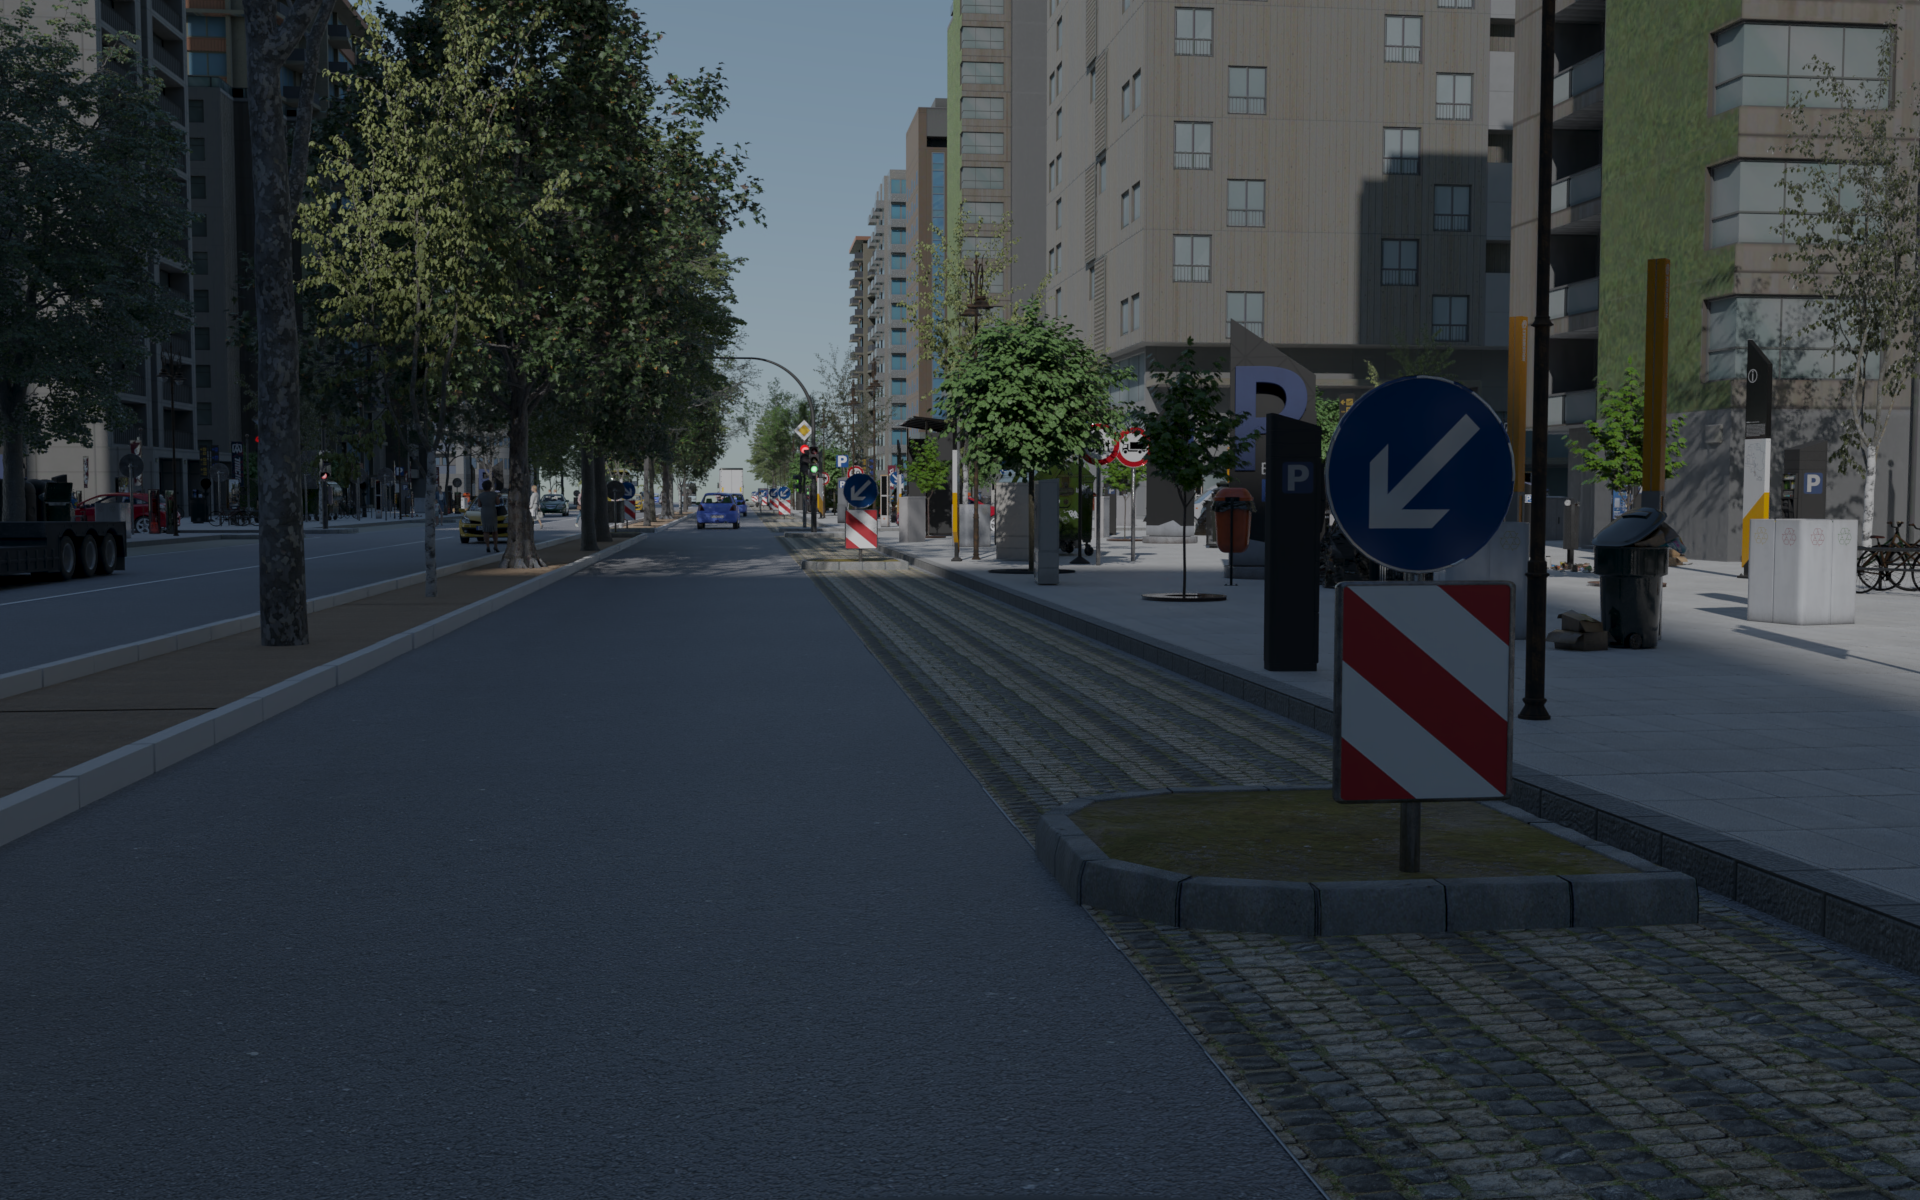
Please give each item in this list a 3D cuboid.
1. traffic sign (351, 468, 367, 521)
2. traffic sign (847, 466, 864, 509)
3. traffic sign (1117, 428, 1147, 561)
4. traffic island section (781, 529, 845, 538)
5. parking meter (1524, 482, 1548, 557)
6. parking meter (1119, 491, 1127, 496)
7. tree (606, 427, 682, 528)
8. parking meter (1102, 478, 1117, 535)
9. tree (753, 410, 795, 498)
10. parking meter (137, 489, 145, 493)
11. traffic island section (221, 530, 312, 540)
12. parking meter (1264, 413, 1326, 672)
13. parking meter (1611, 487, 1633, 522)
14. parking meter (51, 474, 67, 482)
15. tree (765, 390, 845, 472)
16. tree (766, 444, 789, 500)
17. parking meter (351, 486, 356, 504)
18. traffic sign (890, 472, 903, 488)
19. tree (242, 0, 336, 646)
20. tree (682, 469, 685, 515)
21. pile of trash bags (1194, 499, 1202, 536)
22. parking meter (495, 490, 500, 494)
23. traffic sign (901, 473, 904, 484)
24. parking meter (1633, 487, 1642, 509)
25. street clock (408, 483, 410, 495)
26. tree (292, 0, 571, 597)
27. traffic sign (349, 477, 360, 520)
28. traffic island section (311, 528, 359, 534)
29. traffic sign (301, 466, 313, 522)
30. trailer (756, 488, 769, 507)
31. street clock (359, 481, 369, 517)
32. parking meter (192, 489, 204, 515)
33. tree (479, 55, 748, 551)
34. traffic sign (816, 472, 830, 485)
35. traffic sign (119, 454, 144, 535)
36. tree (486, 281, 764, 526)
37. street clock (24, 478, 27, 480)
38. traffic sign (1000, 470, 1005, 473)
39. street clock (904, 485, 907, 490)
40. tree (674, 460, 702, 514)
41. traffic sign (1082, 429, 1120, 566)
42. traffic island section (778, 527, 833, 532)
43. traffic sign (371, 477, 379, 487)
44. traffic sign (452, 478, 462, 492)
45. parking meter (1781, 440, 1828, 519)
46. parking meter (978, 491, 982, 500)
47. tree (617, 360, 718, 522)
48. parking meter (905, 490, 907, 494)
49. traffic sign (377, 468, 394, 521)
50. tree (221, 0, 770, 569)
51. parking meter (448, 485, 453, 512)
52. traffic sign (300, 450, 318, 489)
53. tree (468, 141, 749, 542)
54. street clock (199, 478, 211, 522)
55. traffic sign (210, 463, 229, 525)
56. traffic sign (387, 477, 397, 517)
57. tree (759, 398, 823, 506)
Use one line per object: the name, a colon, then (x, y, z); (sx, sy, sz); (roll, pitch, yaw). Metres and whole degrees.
traffic sign: (-28.767, -5.062, 82.864); (0.768, 2.556, 0.104); (0, 4, -2)
traffic sign: (-4.672, -4.741, 77.626); (0.768, 2.556, 0.104); (0, 4, -3)
traffic sign: (3.302, -2.011, 32.990); (0.768, 2.556, 0.104); (0, 4, -2)
traffic island section: (-4.872, -2.181, 57.938); (2.009, 0.180, 2.903); (0, 4, -7)
parking meter: (11.630, -1.639, 35.206); (0.372, 1.533, 0.369); (0, 3, 0)
parking meter: (6.887, -3.948, 72.959); (0.372, 1.533, 0.369); (0, 3, 0)
tree: (-13.328, -7.026, 67.690); (4.737, 8.622, 4.395); (0, 3, 0)
parking meter: (4.660, -2.953, 53.996); (0.399, 1.863, 0.255); (-1, 4, -16)
tree: (-25.380, -19.239, 232.691); (7.486, 12.596, 7.792); (0, 3, 0)
parking meter: (-38.364, -4.447, 81.118); (0.372, 1.533, 0.369); (0, 3, 0)
traffic island section: (-22.323, -2.045, 55.724); (2.009, 0.180, 2.903); (0, 4, -7)
parking meter: (2.430, -0.420, 12.583); (0.399, 1.863, 0.255); (0, 4, -3)
parking meter: (12.324, -1.460, 32.277); (0.372, 1.533, 0.369); (0, 3, 0)
parking meter: (-26.573, -2.777, 51.122); (0.255, 1.863, 0.399); (2, 4, 30)
tree: (-13.924, -13.454, 154.393); (7.601, 10.594, 8.767); (1, 4, 12)
tree: (-19.601, -15.004, 195.674); (4.360, 8.622, 3.978); (0, 3, 0)
parking meter: (-41.305, -6.877, 118.142); (0.399, 1.863, 0.255); (3, 5, 40)
traffic sign: (-3.617, -6.018, 98.497); (0.768, 2.556, 0.104); (0, 4, 1)
tree: (-5.081, -9.587, 15.093); (12.611, 20.169, 13.585); (0, 3, 0)
tree: (-18.124, -9.354, 105.751); (4.737, 8.622, 4.395); (0, 3, 0)
pile of trash bags: (8.589, -2.751, 54.734); (1.912, 1.369, 3.447); (1, 4, 22)
parking meter: (-32.614, -6.956, 122.136); (0.372, 1.533, 0.369); (0, 3, 0)
traffic sign: (-3.651, -6.224, 101.876); (0.768, 2.556, 0.104); (0, 4, -3)
parking meter: (13.213, -1.696, 33.446); (0.399, 1.863, 0.255); (2, 4, 23)
street clock: (-36.321, -6.675, 113.707); (0.358, 2.002, 0.471); (2, 4, 31)
tree: (-7.398, -4.352, 23.978); (4.737, 8.622, 4.395); (0, 3, 0)
traffic sign: (-30.059, -5.273, 86.322); (0.768, 2.556, 0.104); (0, 4, -3)
traffic island section: (-23.334, -2.530, 63.646); (2.009, 0.180, 2.903); (0, 4, -7)
traffic sign: (-29.711, -4.806, 78.681); (0.768, 2.556, 0.104); (0, 4, -1)
trailer: (-19.202, -9.899, 168.898); (1.471, 1.999, 3.904); (-1, 4, -8)
street clock: (-32.645, -5.524, 94.894); (0.471, 2.002, 0.358); (1, 4, 19)
parking meter: (-41.696, -5.271, 94.588); (0.372, 1.533, 0.369); (0, 3, 0)
tree: (-9.169, -7.472, 42.754); (7.486, 12.596, 7.792); (0, 3, 0)
traffic sign: (-7.874, -6.090, 99.676); (0.768, 2.556, 0.104); (0, 4, -4)
traffic sign: (-26.052, -3.325, 54.476); (0.768, 2.556, 0.104); (0, 4, -4)
tree: (-13.916, -10.009, 76.479); (12.009, 13.543, 11.850); (0, 3, 0)
street clock: (-41.934, -4.468, 77.626); (0.358, 2.002, 0.471); (-2, 4, -34)
traffic sign: (1.642, -3.438, 56.317); (0.768, 2.556, 0.104); (0, 4, -4)
street clock: (-4.292, -8.227, 139.089); (0.358, 2.002, 0.471); (2, 4, 29)
tree: (-20.374, -10.583, 125.853); (4.360, 8.622, 3.978); (0, 3, 0)
traffic sign: (2.480, -1.890, 31.014); (0.768, 2.556, 0.104); (0, 4, 1)
traffic island section: (-5.883, -2.665, 65.859); (2.009, 0.180, 2.903); (0, 4, -7)
traffic sign: (-35.644, -6.335, 105.712); (0.606, 2.300, 0.079); (0, 4, 1)
traffic sign: (-39.457, -8.307, 135.921); (0.768, 2.556, 0.104); (0, 4, -2)
parking meter: (9.157, -0.802, 18.817); (0.399, 1.863, 0.255); (-1, 4, -11)
parking meter: (1.278, -6.616, 116.589); (0.372, 1.533, 0.369); (0, 3, 0)
tree: (-15.799, -9.780, 88.116); (9.928, 11.665, 9.643); (0, 3, 0)
parking meter: (-2.855, -5.152, 92.653); (0.372, 1.533, 0.369); (0, 3, 0)
traffic sign: (-27.773, -5.116, 83.747); (0.768, 2.556, 0.104); (0, 4, -4)
tree: (-8.486, -6.946, 33.039); (9.611, 12.733, 9.660); (0, 3, 0)
parking meter: (-33.843, -6.679, 114.908); (0.255, 1.863, 0.399); (0, 4, 1)
traffic sign: (-31.020, -5.303, 80.584); (2.265, 3.308, 0.079); (0, 4, 0)
tree: (-10.735, -8.699, 51.338); (9.857, 13.997, 8.962); (0, 3, 0)
street clock: (-34.155, -4.517, 78.431); (0.471, 2.002, 0.358); (-3, 4, -37)
traffic sign: (-30.614, -4.373, 71.608); (0.768, 2.556, 0.104); (0, 4, -6)
traffic sign: (-31.323, -5.748, 95.167); (0.795, 2.450, 0.064); (0, 4, -3)
tree: (-17.928, -15.879, 185.372); (9.928, 11.665, 9.643); (0, 3, 0)
